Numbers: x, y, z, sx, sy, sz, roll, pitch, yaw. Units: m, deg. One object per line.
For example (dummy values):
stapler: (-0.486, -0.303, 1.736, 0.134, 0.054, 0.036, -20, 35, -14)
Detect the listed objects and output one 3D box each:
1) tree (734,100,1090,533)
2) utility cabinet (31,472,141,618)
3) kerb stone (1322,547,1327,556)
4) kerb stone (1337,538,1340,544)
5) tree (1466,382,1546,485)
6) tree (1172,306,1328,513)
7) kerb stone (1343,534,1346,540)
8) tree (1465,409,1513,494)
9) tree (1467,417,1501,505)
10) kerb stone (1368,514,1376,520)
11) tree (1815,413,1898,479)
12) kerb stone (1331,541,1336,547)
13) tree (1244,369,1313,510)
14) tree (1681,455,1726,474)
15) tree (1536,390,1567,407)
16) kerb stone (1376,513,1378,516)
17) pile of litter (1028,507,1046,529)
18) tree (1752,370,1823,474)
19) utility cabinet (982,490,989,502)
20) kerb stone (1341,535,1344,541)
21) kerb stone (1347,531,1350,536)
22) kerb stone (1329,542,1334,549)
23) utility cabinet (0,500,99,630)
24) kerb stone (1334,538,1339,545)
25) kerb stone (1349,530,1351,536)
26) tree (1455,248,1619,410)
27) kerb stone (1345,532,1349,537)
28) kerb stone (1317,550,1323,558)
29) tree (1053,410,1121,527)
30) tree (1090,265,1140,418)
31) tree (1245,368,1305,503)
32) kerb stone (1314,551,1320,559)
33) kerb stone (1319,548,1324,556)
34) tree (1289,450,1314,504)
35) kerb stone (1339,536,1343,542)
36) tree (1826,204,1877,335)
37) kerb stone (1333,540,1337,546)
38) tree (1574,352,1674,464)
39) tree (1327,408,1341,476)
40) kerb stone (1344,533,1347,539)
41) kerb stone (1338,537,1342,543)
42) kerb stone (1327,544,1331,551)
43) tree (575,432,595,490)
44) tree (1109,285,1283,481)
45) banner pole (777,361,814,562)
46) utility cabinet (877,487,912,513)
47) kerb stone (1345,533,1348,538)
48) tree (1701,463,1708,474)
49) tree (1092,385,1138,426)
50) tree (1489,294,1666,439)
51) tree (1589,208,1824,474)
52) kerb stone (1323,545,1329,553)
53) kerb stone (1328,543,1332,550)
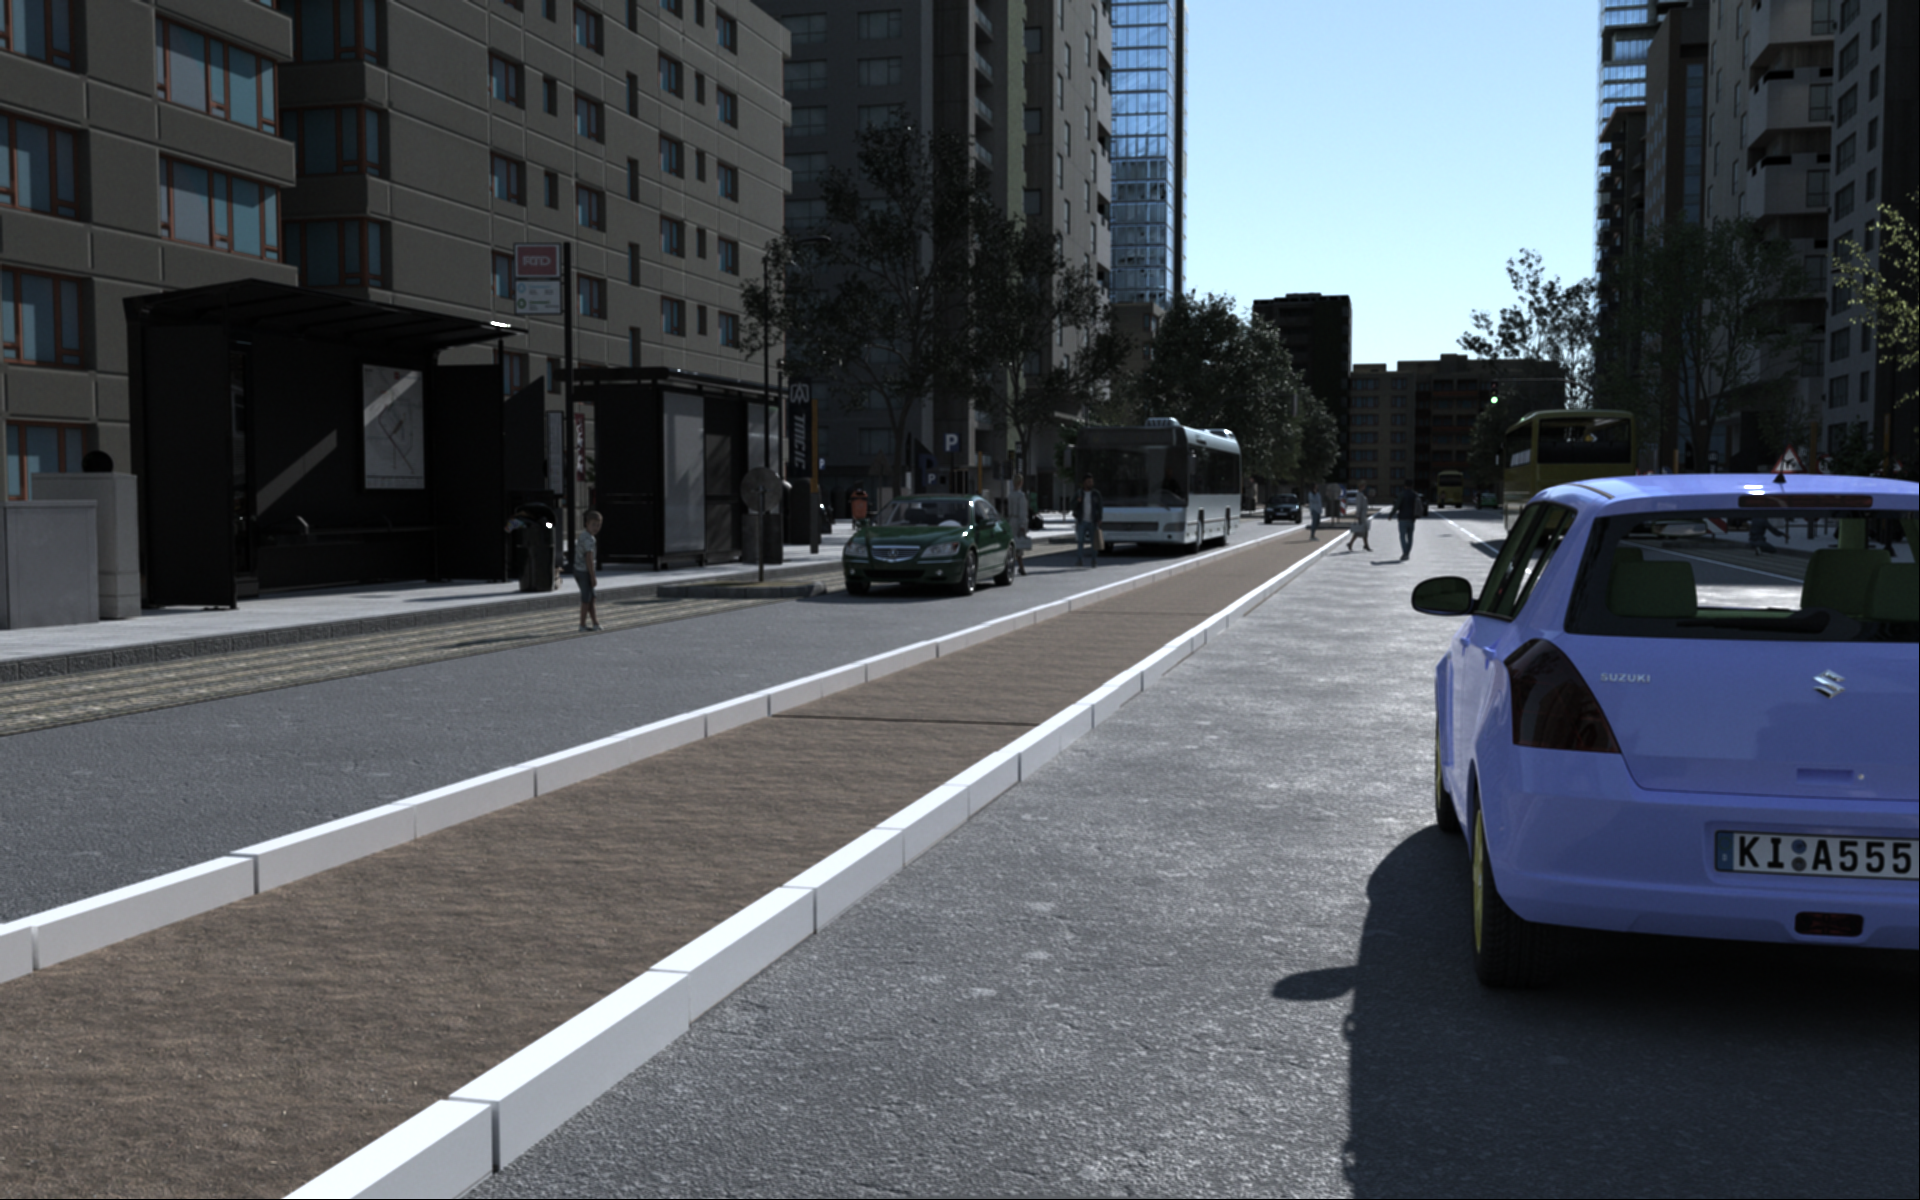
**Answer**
tree: (-1.679, -6.586, 42.087, 8.767, 10.594, 7.601, 1, 4, 10)
utility cabinet: (-9.027, -0.564, 17.905, 1.173, 1.500, 0.318, 2, 4, 23)
kerb stone: (8.317, -1.083, 39.901, 0.120, 0.150, 1.000, 1, 4, 14)
kerb stone: (10.353, -1.567, 47.856, 0.120, 0.150, 1.000, 1, 4, 14)
tree: (60.406, -17.354, 190.386, 9.857, 13.997, 8.962, 0, 3, 0)
tree: (19.144, -13.015, 119.442, 9.857, 13.997, 8.962, 0, 3, 0)
kerb stone: (11.389, -1.811, 51.811, 0.120, 0.150, 1.000, 1, 4, 14)
tree: (67.502, -18.292, 217.206, 7.486, 12.596, 7.792, 0, 3, 0)
tree: (64.362, -16.639, 206.455, 8.767, 10.594, 7.601, 2, 4, 30)
kerb stone: (23.565, -4.697, 99.034, 0.120, 0.150, 1.000, 1, 4, 14)
tree: (21.445, -2.869, 41.509, 1.663, 3.219, 1.824, 0, 3, 0)
kerb stone: (9.592, -1.384, 44.872, 0.120, 0.150, 1.000, 1, 4, 14)
tree: (23.743, -13.068, 139.425, 9.928, 11.665, 9.643, 0, 3, 0)
tree: (59.217, -9.425, 137.806, 4.285, 4.588, 4.351, 0, 3, 0)
tree: (41.394, -10.424, 120.791, 4.737, 8.622, 4.395, 0, 3, 0)
kerb stone: (25.100, -5.064, 104.995, 0.120, 0.150, 1.000, 1, 4, 14)
pile of litter: (2.357, -3.038, 63.629, 1.719, 0.858, 1.176, 0, 4, -8)
tree: (48.661, -9.280, 102.086, 4.737, 8.622, 4.395, 0, 3, 0)
utility cabinet: (1.869, -6.426, 113.744, 1.173, 1.500, 0.318, -2, 4, -25)
kerb stone: (11.127, -1.749, 50.823, 0.120, 0.150, 1.000, 1, 4, 14)
kerb stone: (12.411, -2.055, 55.793, 0.120, 0.150, 1.000, 1, 4, 14)
kerb stone: (9.332, -1.321, 43.883, 0.120, 0.150, 1.000, 1, 4, 14)
utility cabinet: (-8.906, -0.346, 16.819, 0.306, 1.237, 1.020, 2, 4, 23)
kerb stone: (10.100, -1.509, 46.860, 0.120, 0.150, 1.000, 1, 4, 14)
kerb stone: (12.666, -2.116, 56.791, 0.120, 0.150, 1.000, 1, 4, 14)
tree: (44.422, -17.133, 136.014, 12.611, 20.169, 13.585, 0, 3, 0)
kerb stone: (12.158, -1.991, 54.803, 0.120, 0.150, 1.000, 1, 4, 14)
kerb stone: (7.798, -0.957, 37.921, 0.120, 0.150, 1.000, 1, 4, 14)
tree: (5.019, -5.076, 66.703, 4.285, 4.588, 4.351, 0, 3, 0)
tree: (2.383, -7.525, 57.443, 8.767, 10.594, 7.601, 3, 5, 39)
tree: (26.591, -14.214, 150.533, 7.486, 12.596, 7.792, 0, 3, 0)
kerb stone: (7.536, -0.892, 36.917, 0.120, 0.150, 1.000, 1, 4, 14)
kerb stone: (8.045, -1.017, 38.913, 0.120, 0.150, 1.000, 1, 4, 14)
tree: (43.990, -16.544, 220.853, 4.360, 8.622, 3.978, 0, 3, 0)
kerb stone: (10.862, -1.688, 49.836, 0.120, 0.150, 1.000, 1, 4, 14)
tree: (17.953, -4.903, 30.523, 4.360, 8.622, 3.978, 0, 3, 0)
kerb stone: (9.845, -1.447, 45.871, 0.120, 0.150, 1.000, 1, 4, 14)
tree: (34.693, -8.531, 89.841, 4.737, 8.622, 4.395, 0, 3, 0)
tree: (39.014, -17.750, 196.863, 9.857, 13.997, 8.962, 0, 3, 0)
kerb stone: (11.635, -1.872, 52.803, 0.120, 0.150, 1.000, 1, 4, 14)
kerb stone: (10.614, -1.628, 48.844, 0.120, 0.150, 1.000, 1, 4, 14)
kerb stone: (8.832, -1.197, 41.890, 0.120, 0.150, 1.000, 1, 4, 14)
tree: (-9.465, -3.165, 46.346, 1.663, 3.219, 1.824, 0, 3, 0)
tree: (13.022, -10.903, 95.265, 9.611, 12.733, 9.660, 0, 3, 0)
banner pole: (-3.160, -2.606, 32.618, 0.863, 3.779, 0.401, 1, 4, 14)
utility cabinet: (-2.193, -3.023, 58.113, 1.173, 1.500, 0.318, 2, 4, 29)
kerb stone: (11.889, -1.931, 53.803, 0.120, 0.150, 1.000, 1, 4, 14)
tree: (38.907, -5.855, 90.325, 1.663, 3.219, 1.824, 0, 3, 0)
tree: (9.727, -9.716, 109.221, 4.360, 8.622, 3.978, 0, 3, 0)
tree: (38.056, -12.046, 107.319, 12.009, 13.543, 11.850, 0, 3, 0)
tree: (26.618, -8.334, 62.014, 9.928, 11.665, 9.643, 0, 3, 0)
kerb stone: (8.568, -1.144, 40.900, 0.120, 0.150, 1.000, 1, 4, 14)
kerb stone: (9.075, -1.266, 42.892, 0.120, 0.150, 1.000, 1, 4, 14)
